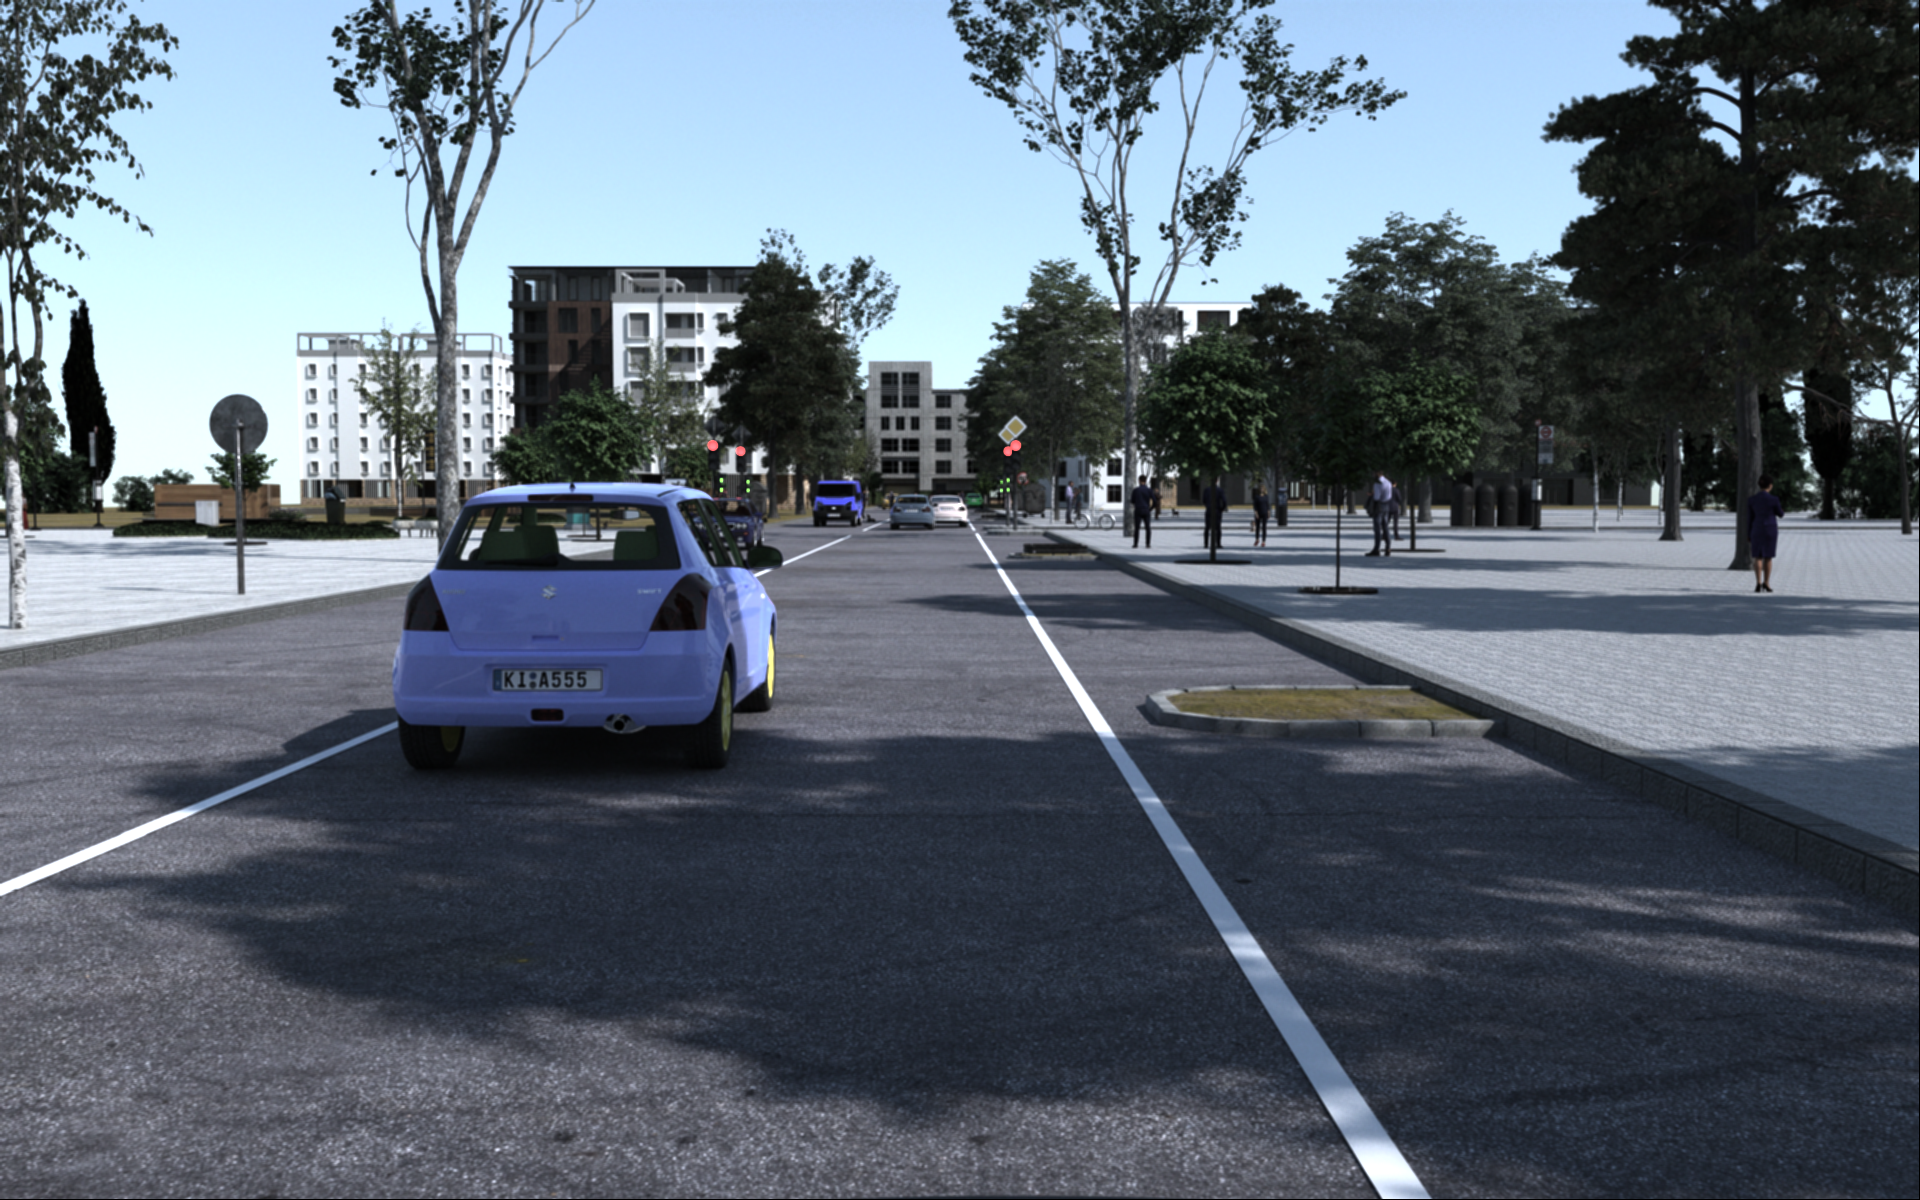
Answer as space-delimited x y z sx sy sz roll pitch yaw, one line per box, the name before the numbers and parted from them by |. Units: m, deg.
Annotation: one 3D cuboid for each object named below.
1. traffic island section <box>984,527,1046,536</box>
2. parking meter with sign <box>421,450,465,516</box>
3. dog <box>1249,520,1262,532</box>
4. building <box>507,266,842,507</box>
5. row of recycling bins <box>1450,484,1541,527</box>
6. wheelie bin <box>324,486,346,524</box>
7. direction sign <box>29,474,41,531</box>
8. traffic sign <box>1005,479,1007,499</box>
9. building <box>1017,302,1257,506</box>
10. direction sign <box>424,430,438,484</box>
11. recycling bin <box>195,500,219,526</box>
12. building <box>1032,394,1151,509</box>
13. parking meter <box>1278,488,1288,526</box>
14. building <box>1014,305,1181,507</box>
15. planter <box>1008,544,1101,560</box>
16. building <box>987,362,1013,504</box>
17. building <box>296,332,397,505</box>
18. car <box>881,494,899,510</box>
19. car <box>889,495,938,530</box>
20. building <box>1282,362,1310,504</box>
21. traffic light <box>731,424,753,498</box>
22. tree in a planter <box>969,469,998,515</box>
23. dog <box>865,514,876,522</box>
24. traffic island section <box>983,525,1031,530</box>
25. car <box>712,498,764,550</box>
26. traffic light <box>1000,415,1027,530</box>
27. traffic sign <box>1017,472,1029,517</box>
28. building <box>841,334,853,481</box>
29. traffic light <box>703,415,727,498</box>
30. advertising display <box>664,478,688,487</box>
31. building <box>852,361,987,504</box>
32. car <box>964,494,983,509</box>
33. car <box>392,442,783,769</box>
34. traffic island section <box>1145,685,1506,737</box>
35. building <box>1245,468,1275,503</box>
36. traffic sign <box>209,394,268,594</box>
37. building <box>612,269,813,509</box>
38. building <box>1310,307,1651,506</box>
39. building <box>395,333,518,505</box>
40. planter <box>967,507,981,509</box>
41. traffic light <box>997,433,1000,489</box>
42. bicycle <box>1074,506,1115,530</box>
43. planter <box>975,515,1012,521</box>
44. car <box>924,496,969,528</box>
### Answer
traffic island section | 1.974 -2.374 61.099 2.009 0.180 2.903 0 4 0
parking meter with sign | -20.337 -4.413 68.412 1.738 3.016 0.543 -1 4 -17
dog | 10.138 -2.528 59.068 0.748 0.427 0.550 -1 4 -14
building | -26.613 -20.050 171.784 27.936 21.610 32.646 0 4 0
row of recycling bins | 21.238 -3.759 68.572 3.534 1.692 1.069 0 4 -3
wheelie bin | -24.737 -3.707 68.516 0.693 1.594 0.980 0 4 2
direction sign | -32.593 -4.217 60.943 0.379 3.537 0.876 -1 4 -12
traffic sign | 3.748 -8.656 141.523 0.884 2.594 0.081 1 4 9
building | 20.511 -21.828 200.866 27.936 21.610 32.646 0 4 0
direction sign | -18.404 -4.227 61.109 0.876 3.537 0.379 -1 4 -16
recycling bin | -29.605 -3.398 68.107 0.722 1.027 0.722 -1 4 -10
building | 11.493 -13.257 158.891 9.099 9.664 28.070 0 4 0
parking meter | 12.879 -3.715 69.145 0.372 1.533 0.369 0 3 0
building | 14.003 -19.715 178.755 16.016 20.091 11.380 0 4 0
planter | 2.086 -1.078 38.758 1.991 0.319 1.994 0 4 0
building | 9.220 -23.400 239.007 11.380 20.091 16.016 0 4 0
building | -71.393 -21.549 208.753 11.380 20.091 16.016 0 4 0
car | -6.284 -9.159 159.974 2.015 1.641 3.980 0 4 0
car | -1.902 -3.570 70.372 2.014 1.417 4.499 0 4 1
building | 48.899 -23.370 238.518 11.380 20.091 16.016 0 4 0
traffic light | -8.669 -4.872 68.900 0.839 4.213 0.868 0 4 0
tree in a planter | 1.655 -7.577 121.111 1.991 3.239 1.994 0 4 0
dog | -4.581 -4.168 88.340 0.550 0.427 0.748 -1 4 -17
traffic island section | 1.932 -2.863 69.084 2.009 0.180 2.903 0 4 0
car | -6.094 -1.995 45.192 1.945 1.354 3.894 0 4 -2
traffic light | 1.934 -4.388 60.986 0.839 4.213 0.868 0 4 0
traffic sign | 3.596 -6.015 98.457 0.768 2.556 0.104 0 4 3
building | -20.488 -20.637 193.835 16.016 20.091 11.380 0 4 0
traffic light | -8.627 -4.384 60.915 0.839 4.213 0.868 0 4 0
advertising display | -11.202 -3.861 68.345 0.974 1.923 0.123 1 4 10
building | -12.211 -22.761 238.598 31.486 18.905 16.747 0 4 0
car | 1.311 -9.429 162.967 1.959 1.807 4.718 0 4 1
car | -2.062 -0.046 10.340 1.945 1.707 3.694 0 4 -1
traffic island section | 2.234 0.713 11.204 1.991 0.108 1.994 0 4 0
building | 29.127 -17.987 236.234 28.070 9.664 9.099 0 4 0
traffic sign | -9.198 -1.345 22.091 0.768 2.556 0.104 0 4 4
building | -20.923 -17.949 149.888 16.016 20.091 11.380 0 4 0
building | 60.383 -21.991 203.521 32.646 21.610 27.936 0 4 0
building | -59.634 -21.593 209.464 11.380 20.091 16.016 0 4 0
planter | 1.405 -9.160 170.897 1.991 0.319 1.994 0 4 0
traffic light | 1.892 -4.876 68.971 0.839 4.213 0.868 0 4 0
bicycle | 4.787 -2.943 61.336 1.543 0.972 0.635 1 4 21
planter | 1.807 -4.441 93.742 1.991 0.319 1.994 0 4 0
car | -0.648 -3.868 75.595 2.083 1.381 4.827 0 4 -2
